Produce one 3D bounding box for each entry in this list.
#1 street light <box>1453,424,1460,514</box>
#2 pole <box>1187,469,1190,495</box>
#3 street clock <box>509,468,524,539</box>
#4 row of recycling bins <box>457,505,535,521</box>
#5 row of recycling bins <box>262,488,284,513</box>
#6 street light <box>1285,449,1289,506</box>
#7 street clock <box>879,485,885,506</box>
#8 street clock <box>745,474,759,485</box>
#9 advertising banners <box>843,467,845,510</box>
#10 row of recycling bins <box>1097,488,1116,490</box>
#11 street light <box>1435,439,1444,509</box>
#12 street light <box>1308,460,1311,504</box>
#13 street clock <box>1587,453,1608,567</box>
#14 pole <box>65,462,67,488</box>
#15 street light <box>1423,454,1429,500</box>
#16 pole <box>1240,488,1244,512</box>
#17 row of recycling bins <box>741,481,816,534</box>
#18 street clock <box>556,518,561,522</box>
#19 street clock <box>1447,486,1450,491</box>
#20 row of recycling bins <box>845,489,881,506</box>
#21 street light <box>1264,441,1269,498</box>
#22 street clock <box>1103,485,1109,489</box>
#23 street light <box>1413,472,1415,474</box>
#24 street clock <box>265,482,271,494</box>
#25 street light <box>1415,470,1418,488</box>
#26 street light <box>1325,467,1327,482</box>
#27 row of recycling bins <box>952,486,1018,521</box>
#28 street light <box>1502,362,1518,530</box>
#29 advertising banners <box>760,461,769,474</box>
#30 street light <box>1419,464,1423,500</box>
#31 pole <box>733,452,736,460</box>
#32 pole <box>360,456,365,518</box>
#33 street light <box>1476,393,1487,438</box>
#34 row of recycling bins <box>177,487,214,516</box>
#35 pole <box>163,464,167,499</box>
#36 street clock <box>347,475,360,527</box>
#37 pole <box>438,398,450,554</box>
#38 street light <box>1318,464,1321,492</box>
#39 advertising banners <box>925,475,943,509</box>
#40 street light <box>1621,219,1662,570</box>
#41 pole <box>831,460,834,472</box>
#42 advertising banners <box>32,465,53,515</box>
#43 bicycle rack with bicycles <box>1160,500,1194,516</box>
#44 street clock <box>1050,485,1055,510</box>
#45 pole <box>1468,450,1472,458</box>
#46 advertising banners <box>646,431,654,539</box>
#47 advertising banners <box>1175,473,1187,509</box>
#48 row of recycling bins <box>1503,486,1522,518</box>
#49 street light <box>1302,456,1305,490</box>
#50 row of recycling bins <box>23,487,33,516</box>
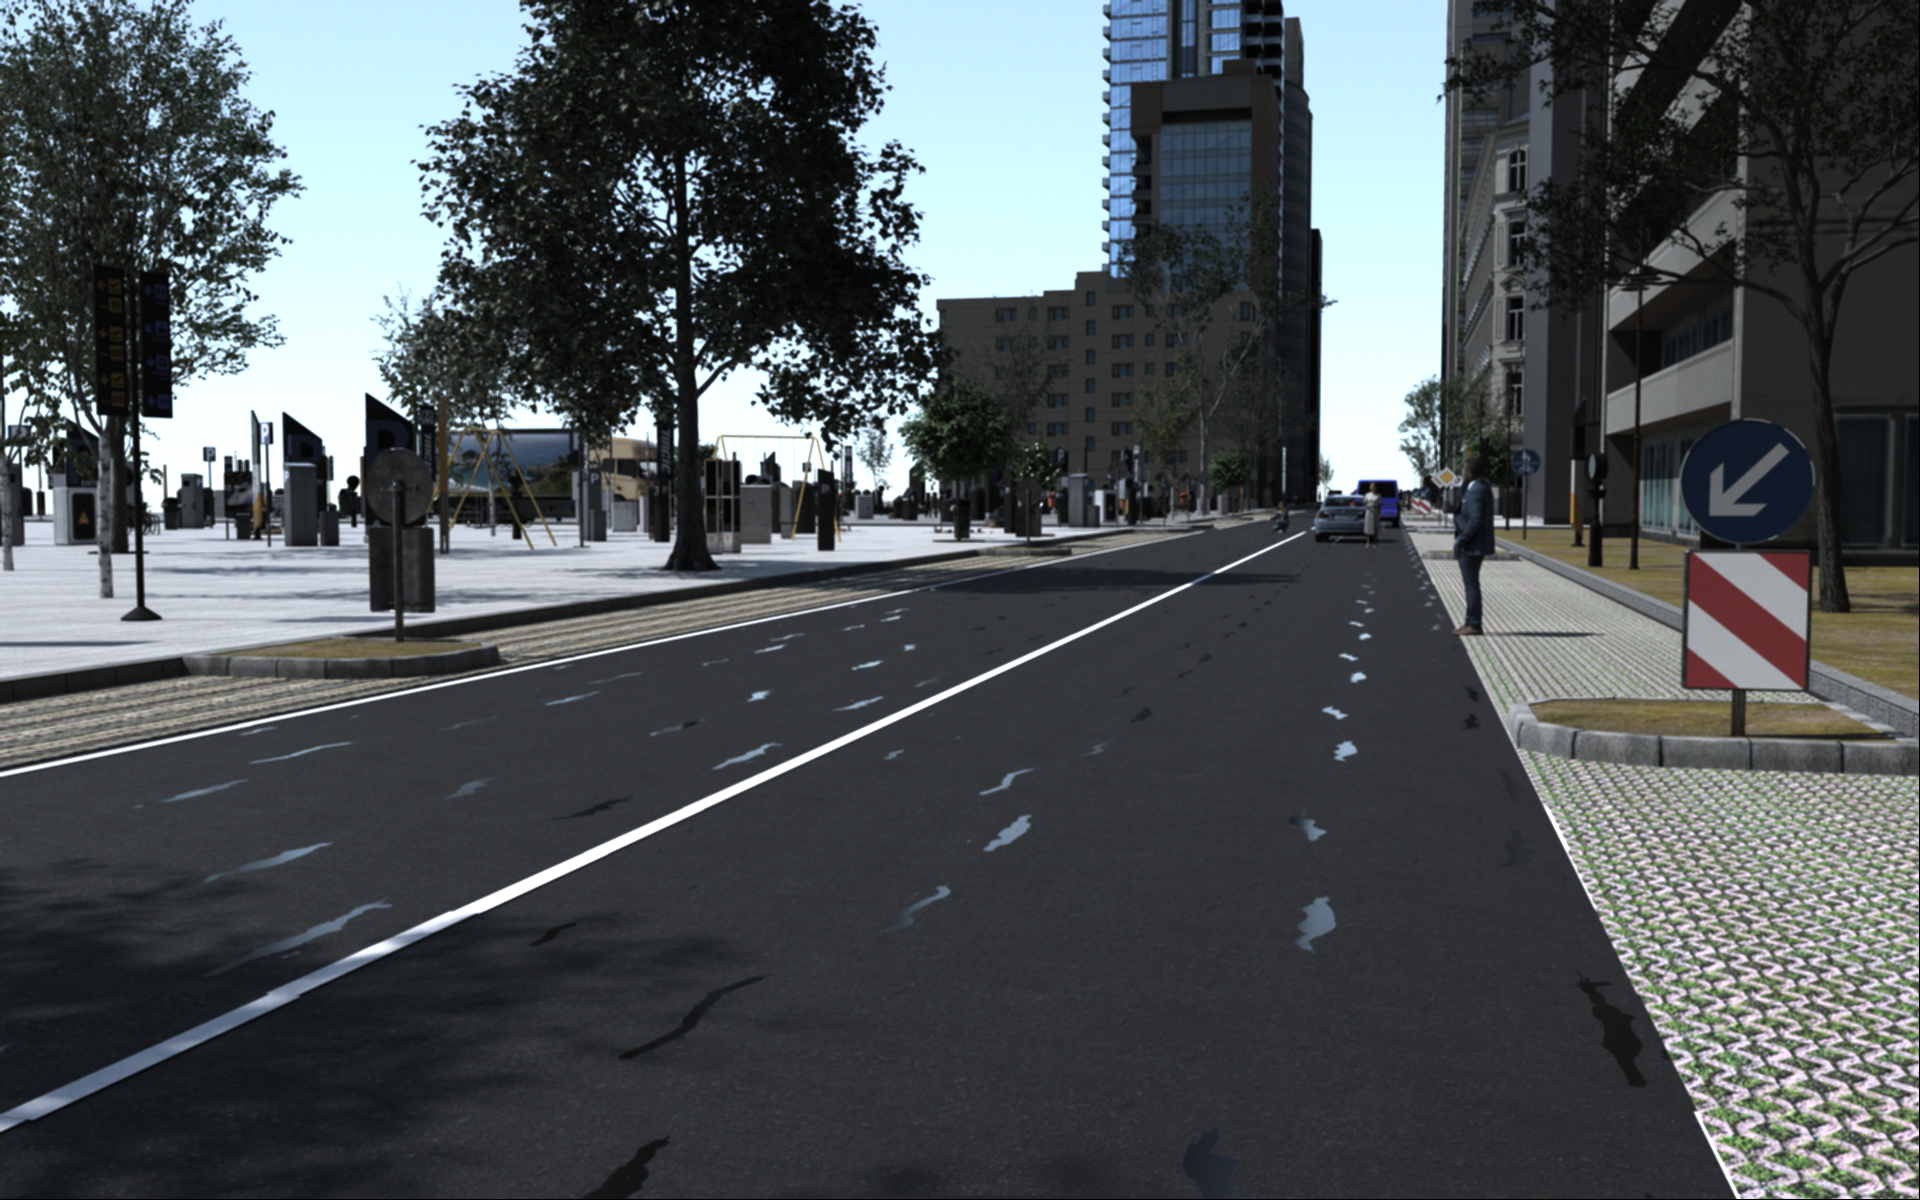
[{"bbox_3d":[31.714,-8.444,110.852,0.468,5.910,1.993,1,4,14],"label":"street light"},{"bbox_3d":[18.509,-8.966,140.430,0.158,3.312,0.155,0,3,0],"label":"pole"},{"bbox_3d":[-12.560,-2.721,49.057,0.358,2.002,0.471,-3,5,-43],"label":"street clock"},{"bbox_3d":[-21.746,-4.529,81.155,3.534,1.692,1.069,-1,4,-11],"label":"row of recycling bins"},{"bbox_3d":[-47.770,-6.931,120.438,3.534,1.692,1.069,-1,4,-9],"label":"row of recycling bins"},{"bbox_3d":[33.912,-12.641,179.467,0.468,5.910,1.993,1,4,14],"label":"street light"},{"bbox_3d":[-6.497,-8.505,143.632,0.471,2.002,0.358,1,4,13],"label":"street clock"},{"bbox_3d":[-7.697,-3.640,64.092,0.471,2.002,0.358,-3,4,-36],"label":"street clock"},{"bbox_3d":[-7.611,-7.192,113.769,0.090,3.025,2.074,0,4,-6],"label":"advertising banners"},{"bbox_3d":[10.673,-7.209,124.987,1.069,1.692,3.534,2,4,24],"label":"row of recycling bins"},{"bbox_3d":[39.539,-10.378,142.474,0.468,5.910,1.993,1,4,14],"label":"street light"},{"bbox_3d":[46.229,-15.674,229.058,0.468,5.910,1.993,1,4,14],"label":"street light"},{"bbox_3d":[11.222,-1.588,30.531,0.358,2.002,0.471,0,4,2],"label":"street clock"},{"bbox_3d":[-56.893,-7.119,110.234,0.158,3.312,0.155,0,3,0],"label":"pole"},{"bbox_3d":[49.968,-12.967,184.805,0.468,5.910,1.993,1,4,14],"label":"street light"},{"bbox_3d":[19.821,-7.820,121.696,0.158,3.312,0.155,0,3,0],"label":"pole"},{"bbox_3d":[-6.250,-3.056,57.080,3.534,1.692,1.069,2,4,32],"label":"row of recycling bins"},{"bbox_3d":[-18.761,-4.673,80.965,0.358,2.002,0.471,0,4,3],"label":"street clock"},{"bbox_3d":[35.375,-7.398,125.534,0.358,2.002,0.471,0,4,-5],"label":"street clock"},{"bbox_3d":[-8.726,-8.963,153.661,3.534,1.692,1.069,-1,4,-22],"label":"row of recycling bins"},{"bbox_3d":[26.088,-10.707,147.844,0.468,5.910,1.993,1,4,14],"label":"street light"},{"bbox_3d":[11.111,-7.787,131.887,0.471,2.002,0.358,1,4,13],"label":"street clock"},{"bbox_3d":[69.993,-17.905,265.531,0.468,5.910,1.993,1,4,14],"label":"street light"},{"bbox_3d":[-41.136,-6.018,102.957,0.358,2.002,0.471,-2,4,-29],"label":"street clock"},{"bbox_3d":[61.907,-15.919,233.055,0.468,5.910,1.993,1,4,14],"label":"street light"},{"bbox_3d":[61.891,-19.564,292.661,0.468,5.910,1.993,1,4,14],"label":"street light"},{"bbox_3d":[1.255,-4.702,83.989,3.534,1.692,1.069,2,4,23],"label":"row of recycling bins"},{"bbox_3d":[19.321,-5.393,60.961,0.468,5.910,1.993,1,4,14],"label":"street light"},{"bbox_3d":[-9.827,-5.934,93.215,2.074,3.025,0.090,-2,4,-31],"label":"advertising banners"},{"bbox_3d":[57.820,-14.901,216.421,0.468,5.910,1.993,1,4,14],"label":"street light"},{"bbox_3d":[-10.831,-5.468,83.248,0.158,3.312,0.155,0,3,0],"label":"pole"},{"bbox_3d":[-32.064,-6.061,92.946,0.158,3.312,0.155,0,3,0],"label":"pole"},{"bbox_3d":[23.761,-6.501,79.077,0.468,5.910,1.993,1,4,14],"label":"street light"},{"bbox_3d":[-46.251,-5.971,104.736,3.534,1.692,1.069,3,5,39],"label":"row of recycling bins"},{"bbox_3d":[-54.627,-7.659,119.061,0.158,3.312,0.155,0,3,0],"label":"pole"},{"bbox_3d":[-23.434,-3.814,66.934,0.471,2.002,0.358,-1,4,-23],"label":"street clock"},{"bbox_3d":[-11.047,-2.643,37.049,0.158,3.312,0.155,0,3,0],"label":"pole"},{"bbox_3d":[54.114,-17.607,260.665,0.468,5.910,1.993,1,4,14],"label":"street light"},{"bbox_3d":[-2.114,-9.059,144.303,2.074,3.025,0.090,-3,5,-43],"label":"advertising banners"},{"bbox_3d":[11.487,-3.459,29.341,0.468,5.910,1.993,1,4,14],"label":"street light"},{"bbox_3d":[-7.643,-6.713,103.597,0.158,3.312,0.155,0,3,0],"label":"pole"},{"bbox_3d":[-55.659,-6.642,104.791,0.090,3.025,2.074,2,4,31],"label":"advertising banners"},{"bbox_3d":[12.250,-5.456,102.580,2.925,0.926,2.852,1,4,16],"label":"bicycle rack with bicycles"},{"bbox_3d":[7.388,-8.255,139.540,0.471,2.002,0.358,-1,4,-19],"label":"street clock"},{"bbox_3d":[23.719,-5.310,80.661,0.158,3.312,0.155,0,3,0],"label":"pole"},{"bbox_3d":[-8.829,-3.257,49.434,0.090,3.025,2.074,0,4,-4],"label":"advertising banners"},{"bbox_3d":[18.908,-9.241,147.272,2.074,3.025,0.090,-3,5,-43],"label":"advertising banners"},{"bbox_3d":[30.399,-5.186,91.902,3.534,1.692,1.069,-1,4,-22],"label":"row of recycling bins"},{"bbox_3d":[41.987,-14.620,211.826,0.468,5.910,1.993,1,4,14],"label":"street light"},{"bbox_3d":[-55.110,-5.695,100.225,1.069,1.692,3.534,1,4,8],"label":"row of recycling bins"}]
